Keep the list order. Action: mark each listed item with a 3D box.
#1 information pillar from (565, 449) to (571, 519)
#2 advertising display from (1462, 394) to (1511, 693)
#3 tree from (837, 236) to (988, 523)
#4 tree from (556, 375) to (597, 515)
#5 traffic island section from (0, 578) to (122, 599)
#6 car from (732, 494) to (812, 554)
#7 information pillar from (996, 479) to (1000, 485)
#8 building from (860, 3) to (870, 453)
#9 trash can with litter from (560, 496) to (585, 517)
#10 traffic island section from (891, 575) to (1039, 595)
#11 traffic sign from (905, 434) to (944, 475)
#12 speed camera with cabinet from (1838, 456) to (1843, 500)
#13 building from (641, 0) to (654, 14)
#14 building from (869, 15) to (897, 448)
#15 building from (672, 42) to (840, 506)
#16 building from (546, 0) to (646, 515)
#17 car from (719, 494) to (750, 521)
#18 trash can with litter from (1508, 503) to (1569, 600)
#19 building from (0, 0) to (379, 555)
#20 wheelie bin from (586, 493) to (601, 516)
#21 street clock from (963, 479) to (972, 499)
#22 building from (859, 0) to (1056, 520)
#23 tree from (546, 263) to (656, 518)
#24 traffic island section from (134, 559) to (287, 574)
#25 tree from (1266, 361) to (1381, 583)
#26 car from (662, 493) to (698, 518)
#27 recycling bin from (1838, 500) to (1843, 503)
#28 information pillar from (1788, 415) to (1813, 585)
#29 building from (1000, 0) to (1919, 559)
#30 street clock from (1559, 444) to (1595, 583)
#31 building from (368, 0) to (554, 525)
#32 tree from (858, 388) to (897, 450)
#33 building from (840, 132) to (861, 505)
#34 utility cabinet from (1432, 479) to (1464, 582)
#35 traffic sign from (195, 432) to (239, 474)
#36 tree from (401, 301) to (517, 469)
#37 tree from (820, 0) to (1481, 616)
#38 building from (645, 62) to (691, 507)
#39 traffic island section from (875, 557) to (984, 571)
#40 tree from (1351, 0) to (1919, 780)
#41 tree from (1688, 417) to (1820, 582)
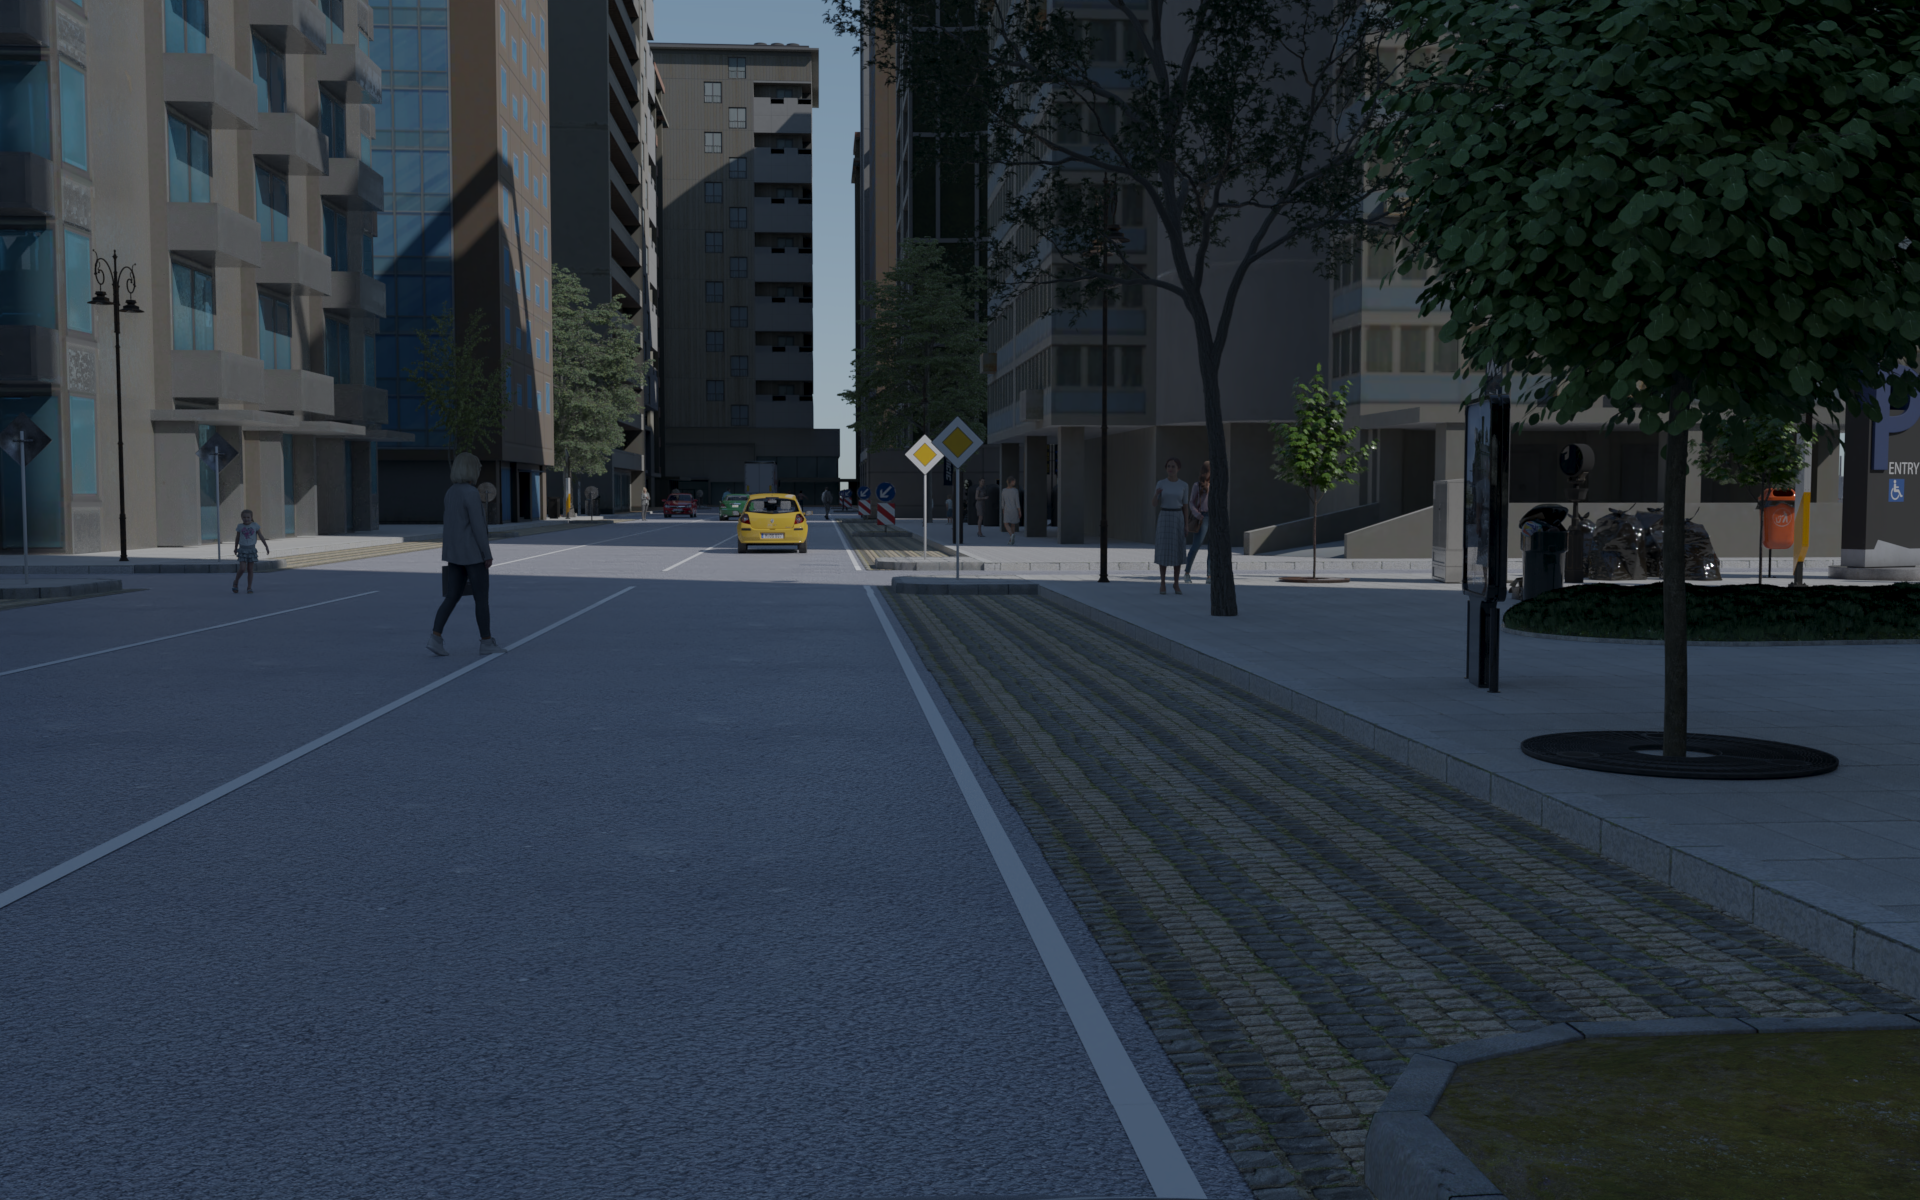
[{"bbox_3d":[-20.144,-5.970,88.961,0.183,3.616,0.504,-2,4,-29],"label":"information pillar"},{"bbox_3d":[3.503,-0.389,11.572,0.123,1.923,0.974,0,4,7],"label":"advertising display"},{"bbox_3d":[-1.616,-9.731,77.230,7.486,12.596,7.792,0,3,0],"label":"tree"},{"bbox_3d":[-23.144,-9.395,103.966,4.737,8.622,4.395,0,3,0],"label":"tree"},{"bbox_3d":[-13.389,-0.153,24.790,2.009,0.180,2.903,0,4,-5],"label":"traffic island section"},{"bbox_3d":[-4.685,-2.020,43.249,2.015,1.641,3.980,0,4,-6],"label":"car"},{"bbox_3d":[1.947,-4.896,84.533,0.304,2.012,0.304,3,5,39],"label":"information pillar"},{"bbox_3d":[0.710,-38.439,170.473,21.231,58.520,28.212,0,4,-5],"label":"building"},{"bbox_3d":[-22.451,-5.304,97.786,2.233,1.210,1.678,2,4,27],"label":"trash can with litter"},{"bbox_3d":[0.009,-0.220,25.871,2.009,0.180,2.903,0,4,-5],"label":"traffic island section"},{"bbox_3d":[-0.662,-1.930,33.745,0.795,2.593,0.064,0,4,-5],"label":"traffic sign"},{"bbox_3d":[45.333,-5.859,90.137,0.660,3.252,2.038,0,4,6],"label":"speed camera with cabinet"},{"bbox_3d":[-39.238,-33.722,140.594,28.713,52.752,27.495,0,4,-5],"label":"building"},{"bbox_3d":[0.550,-29.082,125.600,14.600,45.320,14.200,0,4,-5],"label":"building"},{"bbox_3d":[-28.084,-37.581,203.687,27.495,52.752,28.713,0,4,-5],"label":"building"},{"bbox_3d":[-33.218,-30.148,116.629,21.300,48.544,21.600,0,4,-5],"label":"building"},{"bbox_3d":[-11.945,-4.994,93.446,2.131,1.459,4.920,0,4,-3],"label":"car"},{"bbox_3d":[6.854,-0.573,20.753,0.624,1.170,1.055,0,4,-3],"label":"trash can with litter"},{"bbox_3d":[-29.319,-26.144,47.064,23.786,49.044,30.456,0,4,-5],"label":"building"},{"bbox_3d":[-21.704,-5.785,102.496,0.980,1.594,0.693,3,4,38],"label":"wheelie bin"},{"bbox_3d":[0.390,-4.946,85.442,0.358,2.002,0.471,-2,4,-32],"label":"street clock"},{"bbox_3d":[4.917,-40.136,94.482,20.563,71.187,20.611,0,4,-5],"label":"building"},{"bbox_3d":[-21.456,-11.492,94.556,9.857,13.997,8.962,0,3,0],"label":"tree"},{"bbox_3d":[-14.037,-0.640,32.749,2.009,0.180,2.903,0,4,-5],"label":"traffic island section"},{"bbox_3d":[5.323,-1.878,25.299,1.663,3.219,1.824,0,3,0],"label":"tree"},{"bbox_3d":[-17.053,-5.907,105.615,2.155,1.783,4.494,0,4,-5],"label":"car"},{"bbox_3d":[40.281,-4.048,78.746,0.722,1.027,0.722,2,4,29],"label":"recycling bin"},{"bbox_3d":[11.469,-1.969,23.547,0.183,3.616,0.504,1,4,13],"label":"information pillar"},{"bbox_3d":[13.266,-21.881,49.642,23.993,40.220,32.217,0,4,-5],"label":"building"},{"bbox_3d":[8.867,-1.247,24.952,0.358,2.002,0.471,-2,4,-26],"label":"street clock"},{"bbox_3d":[-26.599,-26.156,77.769,14.600,45.320,14.200,0,4,-5],"label":"building"},{"bbox_3d":[-4.741,-9.923,112.599,4.360,8.622,3.978,0,3,0],"label":"tree"},{"bbox_3d":[0.190,-33.596,203.924,28.867,44.769,22.147,0,4,-5],"label":"building"},{"bbox_3d":[7.132,-1.015,25.281,0.318,1.500,1.173,0,4,6],"label":"utility cabinet"},{"bbox_3d":[-14.014,-1.865,32.683,0.795,2.593,0.064,0,4,-5],"label":"traffic sign"},{"bbox_3d":[-19.364,-7.140,67.096,4.737,8.622,4.395,0,3,0],"label":"tree"},{"bbox_3d":[2.782,-5.132,18.315,8.767,10.594,7.601,0,4,-5],"label":"tree"},{"bbox_3d":[-42.000,-31.531,170.156,28.867,44.769,22.147,0,4,-5],"label":"building"},{"bbox_3d":[-0.639,-0.706,33.830,2.009,0.180,2.903,0,4,-5],"label":"traffic island section"},{"bbox_3d":[3.570,-1.507,8.356,4.285,4.588,4.351,0,3,0],"label":"tree"},{"bbox_3d":[10.035,-1.642,21.442,1.663,3.219,1.824,0,3,0],"label":"tree"}]
